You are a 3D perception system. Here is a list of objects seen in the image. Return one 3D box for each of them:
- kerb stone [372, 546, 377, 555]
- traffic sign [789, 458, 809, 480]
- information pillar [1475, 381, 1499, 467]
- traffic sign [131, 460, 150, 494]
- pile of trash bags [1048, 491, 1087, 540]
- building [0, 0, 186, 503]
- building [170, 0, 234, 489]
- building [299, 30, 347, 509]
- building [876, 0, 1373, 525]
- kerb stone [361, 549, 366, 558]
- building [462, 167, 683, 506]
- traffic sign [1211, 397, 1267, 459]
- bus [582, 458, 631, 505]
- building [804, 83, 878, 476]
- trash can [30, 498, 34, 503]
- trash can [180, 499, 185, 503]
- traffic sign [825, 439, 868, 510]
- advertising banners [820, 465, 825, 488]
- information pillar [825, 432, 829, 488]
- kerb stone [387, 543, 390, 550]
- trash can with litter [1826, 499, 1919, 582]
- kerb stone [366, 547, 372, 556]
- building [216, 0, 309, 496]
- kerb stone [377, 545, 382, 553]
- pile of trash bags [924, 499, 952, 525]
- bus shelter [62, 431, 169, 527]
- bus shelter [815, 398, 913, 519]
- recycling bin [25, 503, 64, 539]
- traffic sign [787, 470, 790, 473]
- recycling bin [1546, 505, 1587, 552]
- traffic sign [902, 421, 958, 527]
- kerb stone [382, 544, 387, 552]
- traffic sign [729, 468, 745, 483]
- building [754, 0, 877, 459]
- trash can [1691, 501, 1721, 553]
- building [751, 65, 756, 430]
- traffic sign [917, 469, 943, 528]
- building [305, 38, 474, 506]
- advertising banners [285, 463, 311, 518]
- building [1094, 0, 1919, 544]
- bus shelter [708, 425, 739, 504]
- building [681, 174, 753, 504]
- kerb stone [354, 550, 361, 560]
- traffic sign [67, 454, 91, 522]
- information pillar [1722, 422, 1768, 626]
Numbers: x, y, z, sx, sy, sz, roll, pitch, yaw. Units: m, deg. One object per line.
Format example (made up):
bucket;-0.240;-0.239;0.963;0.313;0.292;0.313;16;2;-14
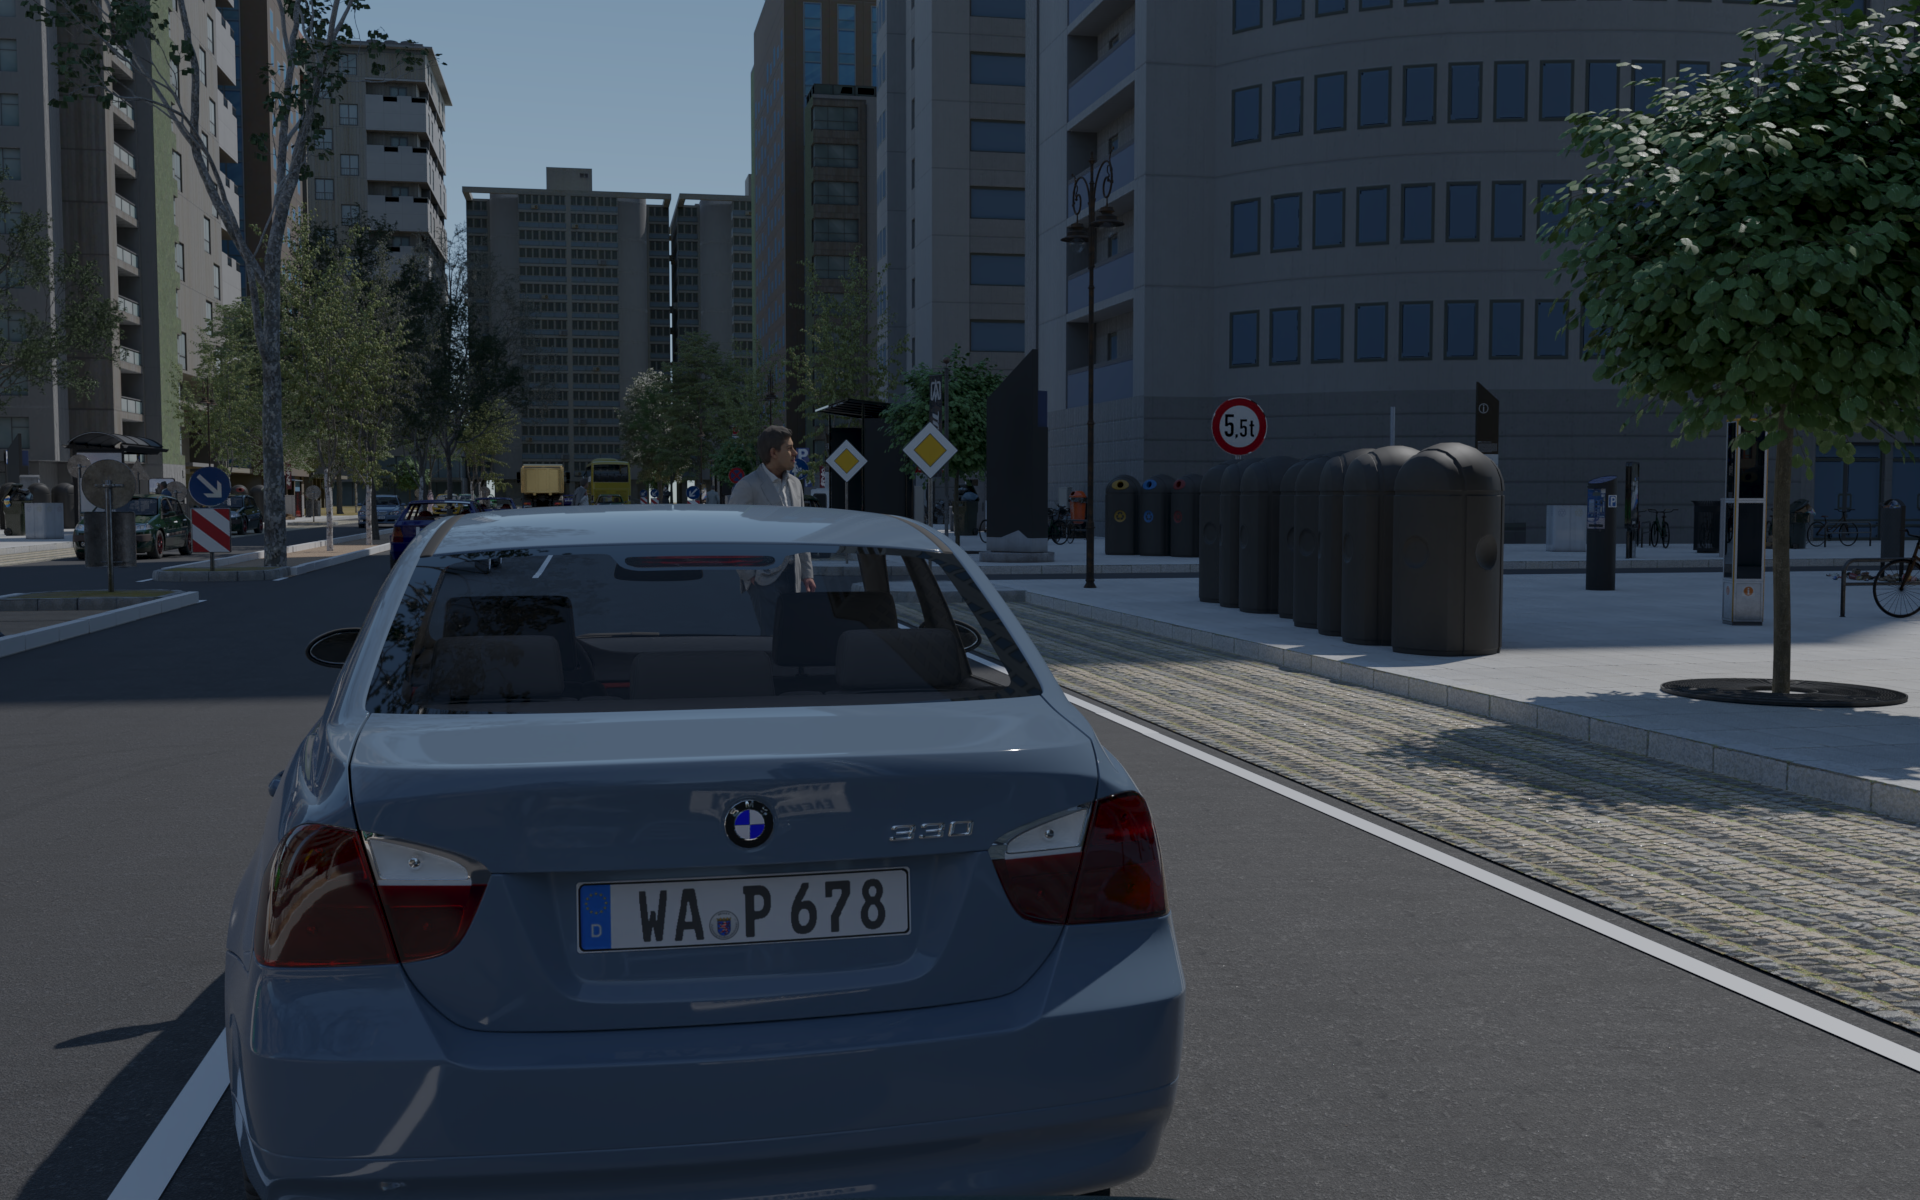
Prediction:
kerb stone;-13.956;-1.142;40.934;0.120;0.150;1.000;-1;4;-12
traffic sign;-5.798;-3.781;61.931;0.768;2.556;0.104;0;4;-8
information pillar;10.945;-2.735;36.064;0.504;3.616;0.183;0;4;-5
traffic sign;-30.910;-3.983;65.124;0.884;2.594;0.081;0;4;-7
pile of trash bags;2.942;-2.454;49.881;1.912;1.369;3.447;-1;4;-16
building;-48.657;-24.696;87.380;14.154;41.232;14.086;-1;4;-12
building;-62.028;-31.809;109.320;28.713;52.752;27.495;-1;4;-12
building;-70.817;-30.417;151.937;28.867;44.769;22.147;-1;4;-12
building;6.074;-33.704;93.058;21.231;58.520;28.212;-1;4;-12
kerb stone;-13.528;-1.023;38.925;0.120;0.150;1.000;-1;4;-12
building;-46.903;-31.617;208.823;23.993;40.220;32.217;-1;4;-12
traffic sign;3.664;-1.392;22.863;0.768;2.556;0.104;-1;4;-10
bus;-24.124;-7.753;118.306;2.896;3.916;12.252;-1;4;-14
building;-4.566;-21.715;126.748;14.160;30.474;14.107;-1;4;-12
trash can;-33.075;-3.023;61.083;0.748;1.137;0.748;0;3;0
trash can;-37.413;-4.356;82.871;0.748;1.137;0.748;0;3;0
traffic sign;-2.085;-1.724;31.829;0.795;2.450;0.064;-1;4;-12
advertising banners;-8.693;-6.431;101.329;2.074;3.025;0.090;1;4;14
information pillar;-4.813;-4.476;64.539;0.504;3.616;0.183;1;4;15
kerb stone;-14.595;-1.330;43.943;0.120;0.150;1.000;-1;4;-12
trash can with litter;13.851;-0.909;25.924;1.678;1.210;2.233;0;4;-1
kerb stone;-13.740;-1.083;39.935;0.120;0.150;1.000;-1;4;-12
building;-58.455;-29.466;131.886;14.600;45.320;14.200;-1;4;-12
kerb stone;-14.175;-1.208;41.940;0.120;0.150;1.000;-1;4;-12
pile of trash bags;-0.647;-3.937;74.115;3.447;1.369;1.912;2;4;24
bus shelter;-28.484;-3.959;58.657;2.014;3.302;5.546;-1;4;-12
bus shelter;-2.543;-3.321;45.581;1.731;3.624;6.357;-1;4;-12
recycling bin;-26.099;-2.252;49.372;0.722;1.027;0.722;1;4;16
traffic sign;-6.310;-3.696;60.538;0.768;2.556;0.104;0;4;-3
recycling bin;13.531;-1.597;38.659;0.722;1.027;0.722;0;4;6
traffic sign;-0.418;-1.246;24.019;0.795;2.450;0.064;-1;4;-12
kerb stone;-14.384;-1.268;42.940;0.120;0.150;1.000;-1;4;-12
traffic sign;-10.727;-5.085;83.243;0.768;2.556;0.104;0;4;-4
building;-10.626;-30.818;153.978;14.600;45.320;14.200;-1;4;-12
trash can;16.270;-1.589;37.635;0.748;1.137;0.748;0;3;0
building;-13.301;-29.636;168.144;14.154;41.232;14.086;-1;4;-12
traffic sign;-0.711;-2.651;43.342;0.884;2.594;0.081;0;4;-7
building;-71.730;-37.443;201.438;27.495;52.752;28.713;-1;4;-12
advertising banners;-36.245;-6.036;94.879;2.074;3.025;0.090;2;4;28
building;17.812;-31.274;53.336;28.212;58.520;21.231;-1;4;-12
bus shelter;-13.177;-7.418;98.910;2.179;5.291;8.768;-1;4;-12
building;-23.325;-31.890;213.289;23.993;40.220;32.217;-1;4;-12
kerb stone;-13.312;-0.962;37.925;0.120;0.150;1.000;-1;4;-12
traffic sign;-28.167;-3.382;55.401;0.768;2.556;0.104;0;4;-2
information pillar;7.687;-0.762;16.957;0.304;2.012;0.304;0;4;5
